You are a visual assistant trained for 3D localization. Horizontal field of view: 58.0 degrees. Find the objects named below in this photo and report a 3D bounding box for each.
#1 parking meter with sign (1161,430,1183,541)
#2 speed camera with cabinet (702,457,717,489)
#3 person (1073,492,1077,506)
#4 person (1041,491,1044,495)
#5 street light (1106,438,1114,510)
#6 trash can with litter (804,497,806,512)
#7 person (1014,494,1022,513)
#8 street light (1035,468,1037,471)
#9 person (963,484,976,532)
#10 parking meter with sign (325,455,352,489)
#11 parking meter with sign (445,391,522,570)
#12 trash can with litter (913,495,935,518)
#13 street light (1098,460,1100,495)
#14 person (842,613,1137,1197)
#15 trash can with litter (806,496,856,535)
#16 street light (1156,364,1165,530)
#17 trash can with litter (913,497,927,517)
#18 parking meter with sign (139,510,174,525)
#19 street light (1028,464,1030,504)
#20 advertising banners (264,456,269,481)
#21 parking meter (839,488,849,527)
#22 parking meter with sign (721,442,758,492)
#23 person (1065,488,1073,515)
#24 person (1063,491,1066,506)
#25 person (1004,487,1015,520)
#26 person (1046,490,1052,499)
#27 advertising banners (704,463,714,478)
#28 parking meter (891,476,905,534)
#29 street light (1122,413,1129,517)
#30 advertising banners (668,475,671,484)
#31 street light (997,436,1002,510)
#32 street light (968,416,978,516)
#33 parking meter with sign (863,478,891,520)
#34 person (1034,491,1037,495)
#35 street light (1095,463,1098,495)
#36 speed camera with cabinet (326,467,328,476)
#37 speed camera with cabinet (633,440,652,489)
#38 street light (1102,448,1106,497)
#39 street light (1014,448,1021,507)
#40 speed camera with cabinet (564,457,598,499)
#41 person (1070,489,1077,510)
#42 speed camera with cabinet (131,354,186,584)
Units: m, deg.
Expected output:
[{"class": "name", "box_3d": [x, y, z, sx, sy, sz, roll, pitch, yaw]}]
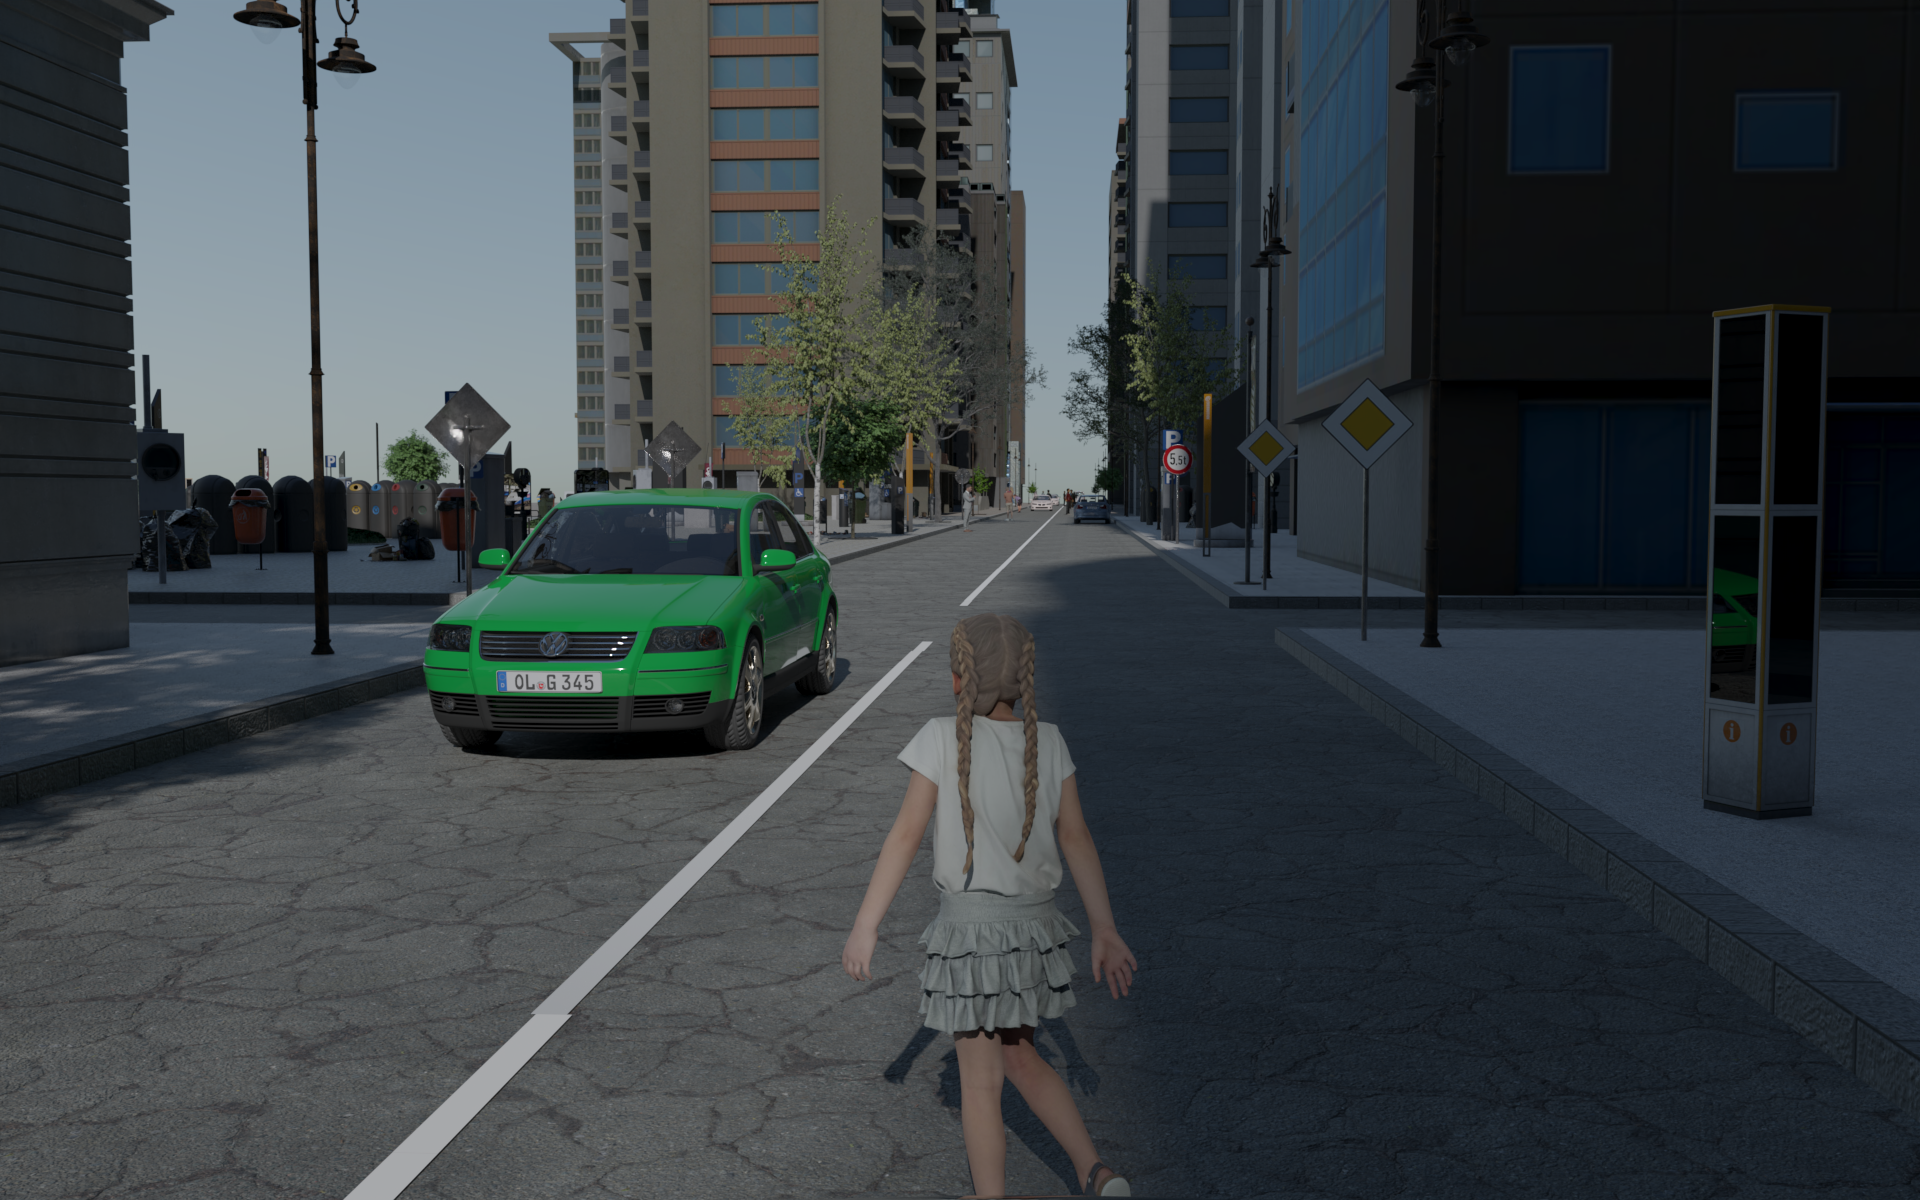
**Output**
[{"class": "parking meter with sign", "box_3d": [5.813, -3.155, 47.850, 0.543, 3.016, 1.738, 0, 4, 3]}, {"class": "speed camera with cabinet", "box_3d": [-14.031, -6.001, 92.446, 2.038, 3.252, 0.660, 1, 4, 11]}, {"class": "person", "box_3d": [13.272, -11.812, 202.349, 1.217, 1.736, 0.721, -3, 4, -38]}, {"class": "person", "box_3d": [9.693, -11.815, 201.756, 0.705, 1.814, 1.350, -1, 4, -23]}, {"class": "street light", "box_3d": [12.126, -10.098, 137.888, 0.468, 5.910, 1.993, 0, 4, 4]}, {"class": "trash can with litter", "box_3d": [-8.759, -5.025, 93.548, 0.624, 1.170, 1.055, -3, 4, -37]}, {"class": "person", "box_3d": [4.462, -7.437, 133.320, 0.697, 1.427, 0.421, 2, 4, 26]}, {"class": "street light", "box_3d": [11.162, -17.262, 255.016, 0.468, 5.910, 1.993, 0, 4, 4]}, {"class": "person", "box_3d": [0.359, -3.473, 65.463, 0.466, 1.800, 0.511, 0, 4, 8]}, {"class": "parking meter with sign", "box_3d": [-27.616, -4.973, 77.574, 1.738, 3.016, 0.543, 2, 4, 32]}, {"class": "parking meter with sign", "box_3d": [-8.227, -2.070, 30.098, 0.543, 3.016, 1.738, 1, 4, 14]}, {"class": "trash can with litter", "box_3d": [-1.851, -4.922, 91.526, 2.233, 1.210, 1.678, -2, 4, -25]}, {"class": "street light", "box_3d": [15.381, -13.034, 185.888, 0.468, 5.910, 1.993, 0, 4, 4]}, {"class": "person", "box_3d": [0.051, 0.633, 3.161, 0.505, 1.210, 0.382, -2, 4, -24]}, {"class": "trash can with litter", "box_3d": [-4.054, -2.676, 54.803, 2.233, 1.210, 1.678, -3, 5, -43]}, {"class": "street light", "box_3d": [7.116, -5.448, 61.860, 0.468, 5.910, 1.993, 0, 4, 4]}, {"class": "trash can with litter", "box_3d": [-2.267, -5.160, 95.754, 1.055, 1.170, 0.624, 0, 4, 0]}, {"class": "parking meter with sign", "box_3d": [-18.671, -2.632, 39.293, 1.738, 3.016, 0.543, -3, 5, -40]}, {"class": "street light", "box_3d": [8.732, -15.088, 219.476, 0.468, 5.910, 1.993, 0, 4, 4]}, {"class": "advertising banners", "box_3d": [-32.490, -5.152, 80.421, 0.090, 3.025, 2.074, -3, 5, -44]}, {"class": "parking meter", "box_3d": [-4.517, -3.602, 67.309, 0.372, 1.533, 0.369, 0, 3, 0]}, {"class": "parking meter with sign", "box_3d": [-7.206, -3.828, 58.853, 1.738, 3.016, 0.543, -1, 4, -13]}, {"class": "person", "box_3d": [7.509, -6.803, 119.699, 0.705, 1.831, 1.348, 2, 4, 25]}, {"class": "person", "box_3d": [12.589, -12.207, 208.108, 0.705, 1.821, 1.348, 1, 4, 13]}, {"class": "person", "box_3d": [2.714, -5.245, 94.236, 0.573, 1.828, 0.580, 3, 4, 38]}, {"class": "person", "box_3d": [8.822, -10.100, 173.262, 0.705, 1.869, 1.348, 3, 5, 43]}, {"class": "advertising banners", "box_3d": [-14.859, -6.191, 97.413, 2.074, 3.025, 0.090, 0, 4, 7]}, {"class": "parking meter", "box_3d": [-1.976, -3.027, 55.202, 0.399, 1.863, 0.255, -3, 5, -42]}, {"class": "street light", "box_3d": [9.783, -7.924, 102.342, 0.468, 5.910, 1.993, 0, 4, 4]}, {"class": "advertising banners", "box_3d": [-8.111, -3.126, 47.297, 0.090, 3.025, 2.074, -2, 4, -24]}, {"class": "street light", "box_3d": [3.138, -9.995, 136.208, 0.468, 5.910, 1.993, 0, 4, 4]}, {"class": "street light", "box_3d": [0.752, -7.802, 100.349, 0.468, 5.910, 1.993, 0, 4, 4]}, {"class": "parking meter with sign", "box_3d": [-4.079, -5.415, 84.790, 1.738, 3.016, 0.543, 3, 5, 39]}, {"class": "person", "box_3d": [8.519, -11.354, 194.812, 0.551, 1.740, 0.621, 2, 4, 25]}, {"class": "street light", "box_3d": [17.720, -15.208, 221.434, 0.468, 5.910, 1.993, 0, 4, 4]}, {"class": "speed camera with cabinet", "box_3d": [-34.245, -5.954, 91.686, 2.038, 3.252, 0.660, 1, 4, 11]}, {"class": "speed camera with cabinet", "box_3d": [-11.775, -4.225, 63.420, 0.660, 3.252, 2.038, -1, 4, -21]}, {"class": "street light", "box_3d": [14.583, -12.294, 173.799, 0.468, 5.910, 1.993, 0, 4, 4]}, {"class": "street light", "box_3d": [5.521, -12.169, 171.751, 0.468, 5.910, 1.993, 0, 4, 4]}, {"class": "speed camera with cabinet", "box_3d": [-20.305, -6.060, 93.418, 2.038, 3.252, 0.660, 0, 4, 8]}, {"class": "person", "box_3d": [10.280, -9.298, 160.153, 1.348, 1.869, 0.705, 3, 4, 36]}, {"class": "speed camera with cabinet", "box_3d": [-11.888, -1.816, 24.028, 0.660, 3.252, 2.038, 3, 5, 44]}]
